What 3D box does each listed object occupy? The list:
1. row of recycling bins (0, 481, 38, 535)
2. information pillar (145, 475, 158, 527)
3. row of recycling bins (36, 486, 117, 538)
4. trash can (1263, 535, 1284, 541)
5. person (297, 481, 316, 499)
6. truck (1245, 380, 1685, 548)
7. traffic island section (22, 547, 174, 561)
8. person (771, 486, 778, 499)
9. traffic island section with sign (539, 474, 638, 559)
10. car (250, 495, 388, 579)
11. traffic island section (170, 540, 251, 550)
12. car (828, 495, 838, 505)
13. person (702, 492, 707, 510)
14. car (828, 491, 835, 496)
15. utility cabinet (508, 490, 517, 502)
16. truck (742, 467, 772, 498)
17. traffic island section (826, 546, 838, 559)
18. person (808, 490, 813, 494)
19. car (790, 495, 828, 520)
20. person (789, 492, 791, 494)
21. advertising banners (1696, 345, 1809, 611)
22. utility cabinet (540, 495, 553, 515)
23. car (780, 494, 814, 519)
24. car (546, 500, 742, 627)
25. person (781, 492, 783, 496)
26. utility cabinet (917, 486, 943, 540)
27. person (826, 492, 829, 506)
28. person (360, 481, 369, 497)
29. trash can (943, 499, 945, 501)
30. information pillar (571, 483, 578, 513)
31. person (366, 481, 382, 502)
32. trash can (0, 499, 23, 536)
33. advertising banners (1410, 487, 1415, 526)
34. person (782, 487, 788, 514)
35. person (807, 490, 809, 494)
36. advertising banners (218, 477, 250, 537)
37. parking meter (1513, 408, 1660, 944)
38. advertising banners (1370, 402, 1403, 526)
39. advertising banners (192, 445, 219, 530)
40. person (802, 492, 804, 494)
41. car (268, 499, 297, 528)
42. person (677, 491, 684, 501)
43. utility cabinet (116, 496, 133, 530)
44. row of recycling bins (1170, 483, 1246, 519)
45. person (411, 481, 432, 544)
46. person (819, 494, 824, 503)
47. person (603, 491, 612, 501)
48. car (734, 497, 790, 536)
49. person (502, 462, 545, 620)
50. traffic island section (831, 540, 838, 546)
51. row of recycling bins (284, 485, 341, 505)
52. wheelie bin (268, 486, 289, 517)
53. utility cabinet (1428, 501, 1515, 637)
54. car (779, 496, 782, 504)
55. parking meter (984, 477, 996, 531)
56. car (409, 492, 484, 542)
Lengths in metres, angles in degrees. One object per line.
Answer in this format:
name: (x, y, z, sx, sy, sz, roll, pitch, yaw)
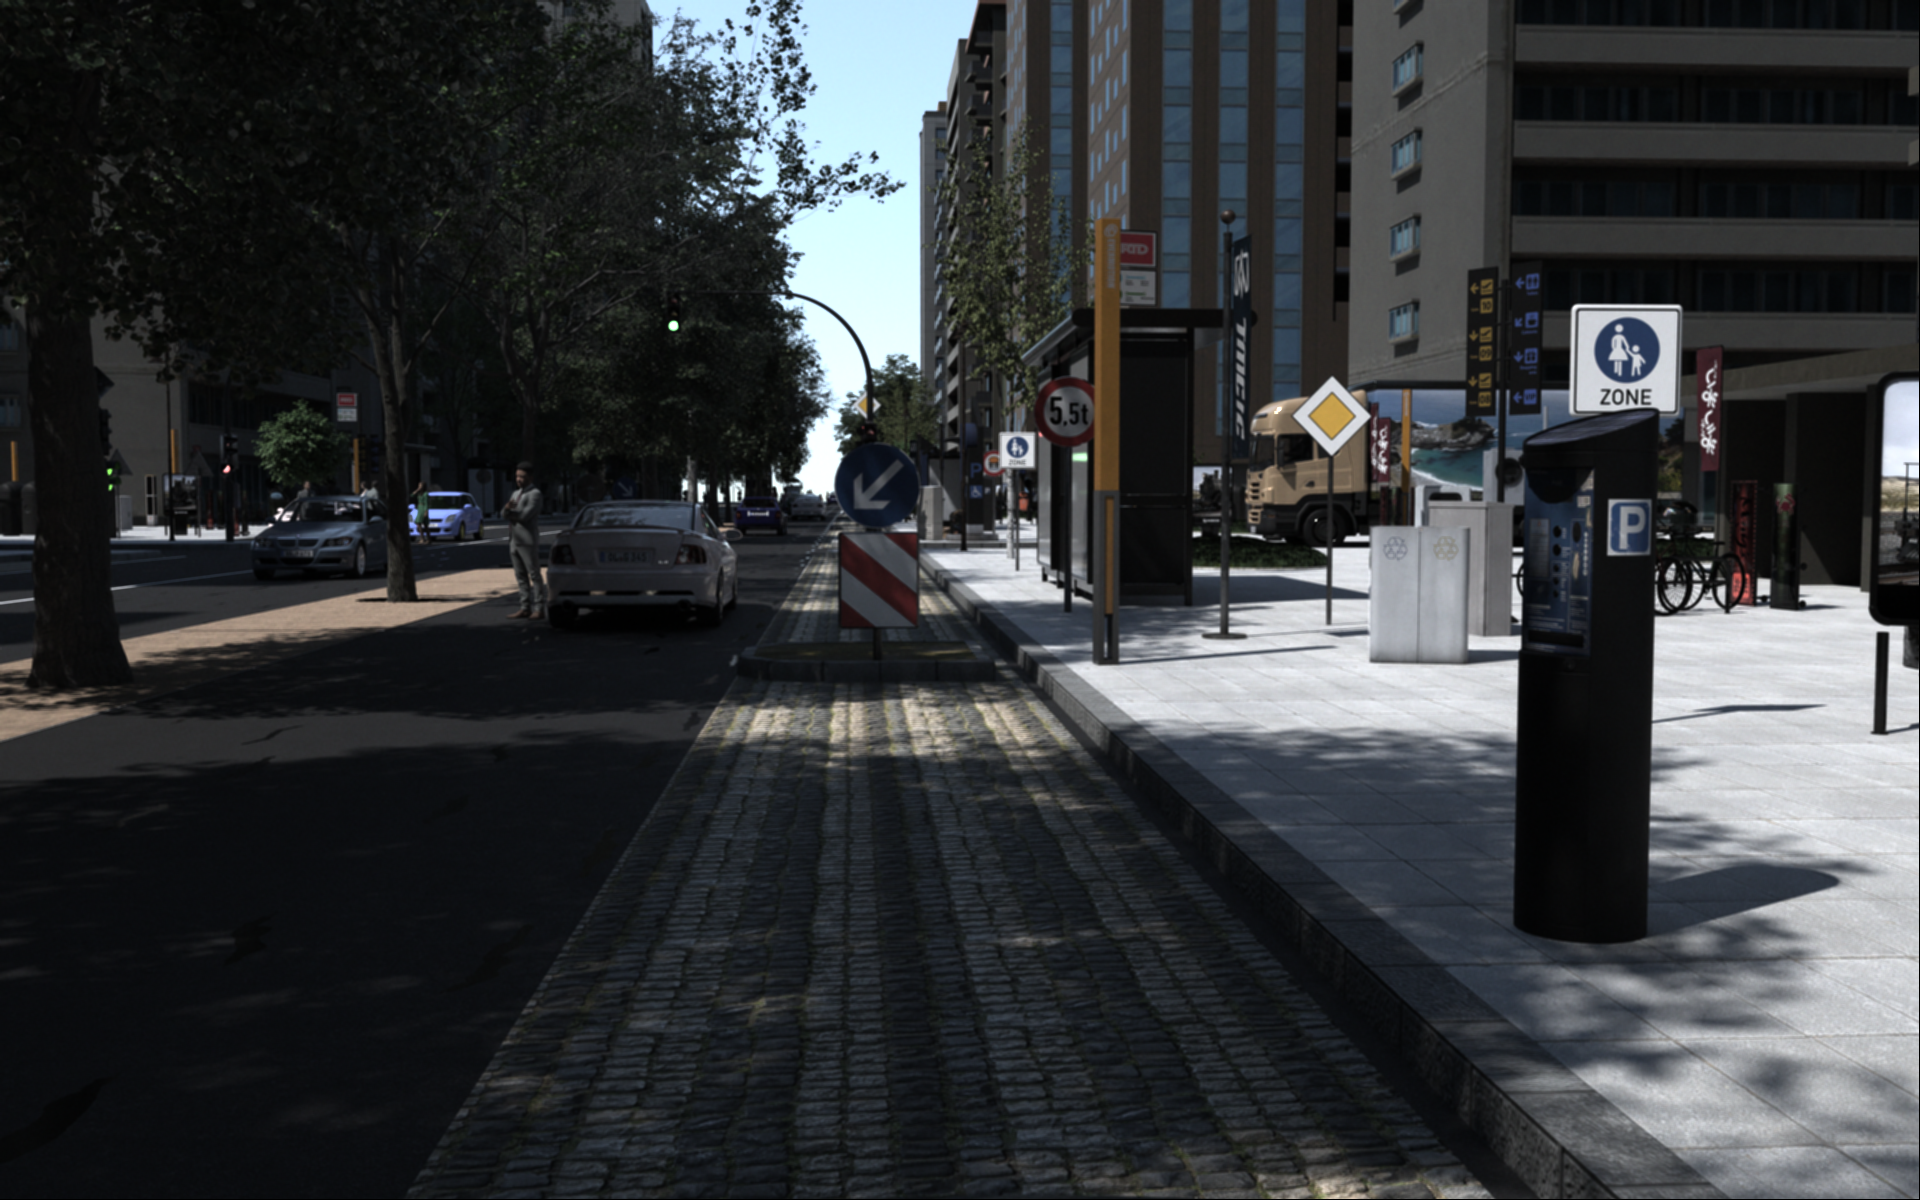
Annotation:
row of recycling bins: (-29.533, -2.919, 54.841, 3.534, 1.692, 1.069, 1, 4, 12)
information pillar: (-31.773, -3.889, 68.085, 0.304, 2.012, 0.304, 0, 4, 1)
row of recycling bins: (-25.909, -2.689, 51.085, 3.534, 1.692, 1.069, 3, 5, 42)
trash can: (8.639, -2.201, 47.639, 0.748, 1.137, 0.748, 0, 3, 0)
person: (-18.783, -2.523, 49.847, 0.767, 1.812, 0.694, 3, 5, 43)
truck: (12.361, -3.368, 43.973, 11.283, 4.237, 2.839, 0, 4, -3)
traffic island section: (-18.971, -0.972, 38.167, 2.009, 0.180, 2.903, 0, 4, -4)
person: (-9.338, -4.793, 86.873, 0.388, 1.821, 0.555, 2, 4, 26)
traffic island section with sign: (-8.426, -1.891, 39.052, 2.006, 1.907, 1.989, 0, 4, -4)
car: (-11.152, -1.149, 30.785, 2.014, 1.417, 4.499, 0, 4, -5)
traffic island section: (-19.464, -1.459, 46.137, 2.009, 0.180, 2.903, 0, 4, -4)
car: (-16.356, -12.998, 225.100, 1.945, 1.354, 3.894, 0, 4, -5)
person: (-22.414, -8.663, 151.616, 0.415, 1.643, 0.593, -3, 4, -36)
car: (-17.394, -14.364, 243.526, 2.281, 1.827, 5.304, 0, 4, -2)
utility cabinet: (-25.748, -5.652, 101.089, 1.173, 1.500, 0.318, -3, 4, -38)
truck: (-20.026, -11.199, 172.014, 2.839, 4.237, 11.283, 0, 4, -5)
traffic island section: (-2.011, -1.035, 39.208, 2.009, 0.180, 2.903, 0, 4, -4)
person: (-12.572, -8.389, 145.757, 1.348, 1.812, 0.705, 0, 4, 6)
car: (-8.354, -5.093, 95.627, 2.083, 1.381, 4.827, 0, 4, -4)
person: (-22.349, -13.323, 227.042, 1.217, 1.736, 0.721, -3, 5, -42)
advertising banners: (9.023, -1.447, 19.851, 0.090, 3.025, 2.074, -1, 4, -10)
utility cabinet: (-25.685, -5.868, 107.101, 1.020, 1.237, 0.306, 1, 4, 9)
car: (-9.526, -5.494, 101.633, 2.131, 1.459, 4.920, 0, 4, -3)
car: (-3.606, -0.473, 20.102, 2.083, 1.381, 4.827, 0, 4, -4)
person: (-28.421, -16.314, 275.951, 1.217, 1.735, 0.721, -3, 4, -38)
utility cabinet: (-0.844, -2.403, 47.975, 0.318, 1.500, 1.173, -2, 4, -23)
person: (-15.847, -12.033, 205.957, 0.721, 1.735, 1.217, 0, 4, -1)
person: (-18.200, -2.733, 53.200, 0.654, 1.822, 0.581, -2, 4, -27)
trash can: (-0.827, -2.612, 54.366, 0.748, 1.137, 0.748, 0, 3, 0)
information pillar: (-26.441, -6.994, 118.848, 0.304, 2.012, 0.304, 1, 4, 17)
person: (-16.687, -2.498, 49.435, 0.635, 1.810, 0.391, 2, 4, 32)
trash can: (-29.128, -2.538, 53.156, 0.748, 1.137, 0.748, 0, 3, 0)
advertising banners: (10.063, -2.618, 38.989, 0.090, 3.025, 2.074, -2, 4, -32)
person: (-9.770, -5.368, 96.282, 0.388, 1.821, 0.555, -1, 4, -19)
person: (-15.127, -10.053, 172.883, 1.348, 1.822, 0.705, 3, 5, 39)
advertising banners: (-21.953, -3.442, 52.465, 0.090, 3.025, 2.074, 0, 4, -3)
parking meter: (1.830, 0.204, 5.073, 0.372, 1.533, 0.369, 0, 3, 0)
advertising banners: (7.956, -2.217, 32.433, 0.090, 3.025, 2.074, 0, 4, -2)
advertising banners: (-27.037, -4.048, 62.377, 0.090, 3.025, 2.074, 0, 4, 7)
person: (-20.792, -13.423, 228.692, 1.217, 1.736, 0.721, 0, 4, 6)
car: (-19.687, -2.492, 53.103, 2.083, 1.381, 4.827, 0, 4, -4)
person: (-24.539, -8.733, 151.999, 0.721, 1.736, 1.217, -3, 5, -40)
utility cabinet: (-29.951, -3.108, 61.971, 0.306, 1.237, 1.020, 0, 4, -5)
row of recycling bins: (9.354, -3.570, 65.477, 3.534, 1.692, 1.069, -2, 4, -35)
person: (-15.254, -2.479, 49.287, 0.600, 1.795, 0.529, 3, 5, 39)
person: (-10.802, -7.469, 133.885, 0.557, 1.426, 1.065, -3, 4, -39)
person: (-21.352, -5.794, 105.041, 0.589, 1.601, 0.330, 0, 4, -3)
car: (-6.939, -2.927, 60.429, 1.945, 1.354, 3.894, 0, 4, -4)
person: (-5.020, -0.681, 19.811, 0.511, 1.800, 0.466, 2, 4, 29)
traffic island section: (-2.505, -1.523, 47.178, 2.009, 0.180, 2.903, 0, 4, -4)
row of recycling bins: (-28.324, -4.213, 76.000, 1.069, 1.692, 3.534, 1, 4, 14)
wheelie bin: (-26.154, -3.581, 66.451, 0.693, 1.594, 0.980, -3, 4, -36)
utility cabinet: (4.723, -0.299, 16.044, 0.306, 1.237, 1.020, -1, 4, -15)
car: (-25.325, -14.626, 251.720, 1.945, 1.354, 3.894, 0, 4, -2)
parking meter: (1.005, -3.305, 59.744, 0.399, 1.863, 0.255, 1, 4, 23)
car: (-15.864, -2.672, 53.275, 1.945, 1.707, 3.694, 0, 4, -2)
